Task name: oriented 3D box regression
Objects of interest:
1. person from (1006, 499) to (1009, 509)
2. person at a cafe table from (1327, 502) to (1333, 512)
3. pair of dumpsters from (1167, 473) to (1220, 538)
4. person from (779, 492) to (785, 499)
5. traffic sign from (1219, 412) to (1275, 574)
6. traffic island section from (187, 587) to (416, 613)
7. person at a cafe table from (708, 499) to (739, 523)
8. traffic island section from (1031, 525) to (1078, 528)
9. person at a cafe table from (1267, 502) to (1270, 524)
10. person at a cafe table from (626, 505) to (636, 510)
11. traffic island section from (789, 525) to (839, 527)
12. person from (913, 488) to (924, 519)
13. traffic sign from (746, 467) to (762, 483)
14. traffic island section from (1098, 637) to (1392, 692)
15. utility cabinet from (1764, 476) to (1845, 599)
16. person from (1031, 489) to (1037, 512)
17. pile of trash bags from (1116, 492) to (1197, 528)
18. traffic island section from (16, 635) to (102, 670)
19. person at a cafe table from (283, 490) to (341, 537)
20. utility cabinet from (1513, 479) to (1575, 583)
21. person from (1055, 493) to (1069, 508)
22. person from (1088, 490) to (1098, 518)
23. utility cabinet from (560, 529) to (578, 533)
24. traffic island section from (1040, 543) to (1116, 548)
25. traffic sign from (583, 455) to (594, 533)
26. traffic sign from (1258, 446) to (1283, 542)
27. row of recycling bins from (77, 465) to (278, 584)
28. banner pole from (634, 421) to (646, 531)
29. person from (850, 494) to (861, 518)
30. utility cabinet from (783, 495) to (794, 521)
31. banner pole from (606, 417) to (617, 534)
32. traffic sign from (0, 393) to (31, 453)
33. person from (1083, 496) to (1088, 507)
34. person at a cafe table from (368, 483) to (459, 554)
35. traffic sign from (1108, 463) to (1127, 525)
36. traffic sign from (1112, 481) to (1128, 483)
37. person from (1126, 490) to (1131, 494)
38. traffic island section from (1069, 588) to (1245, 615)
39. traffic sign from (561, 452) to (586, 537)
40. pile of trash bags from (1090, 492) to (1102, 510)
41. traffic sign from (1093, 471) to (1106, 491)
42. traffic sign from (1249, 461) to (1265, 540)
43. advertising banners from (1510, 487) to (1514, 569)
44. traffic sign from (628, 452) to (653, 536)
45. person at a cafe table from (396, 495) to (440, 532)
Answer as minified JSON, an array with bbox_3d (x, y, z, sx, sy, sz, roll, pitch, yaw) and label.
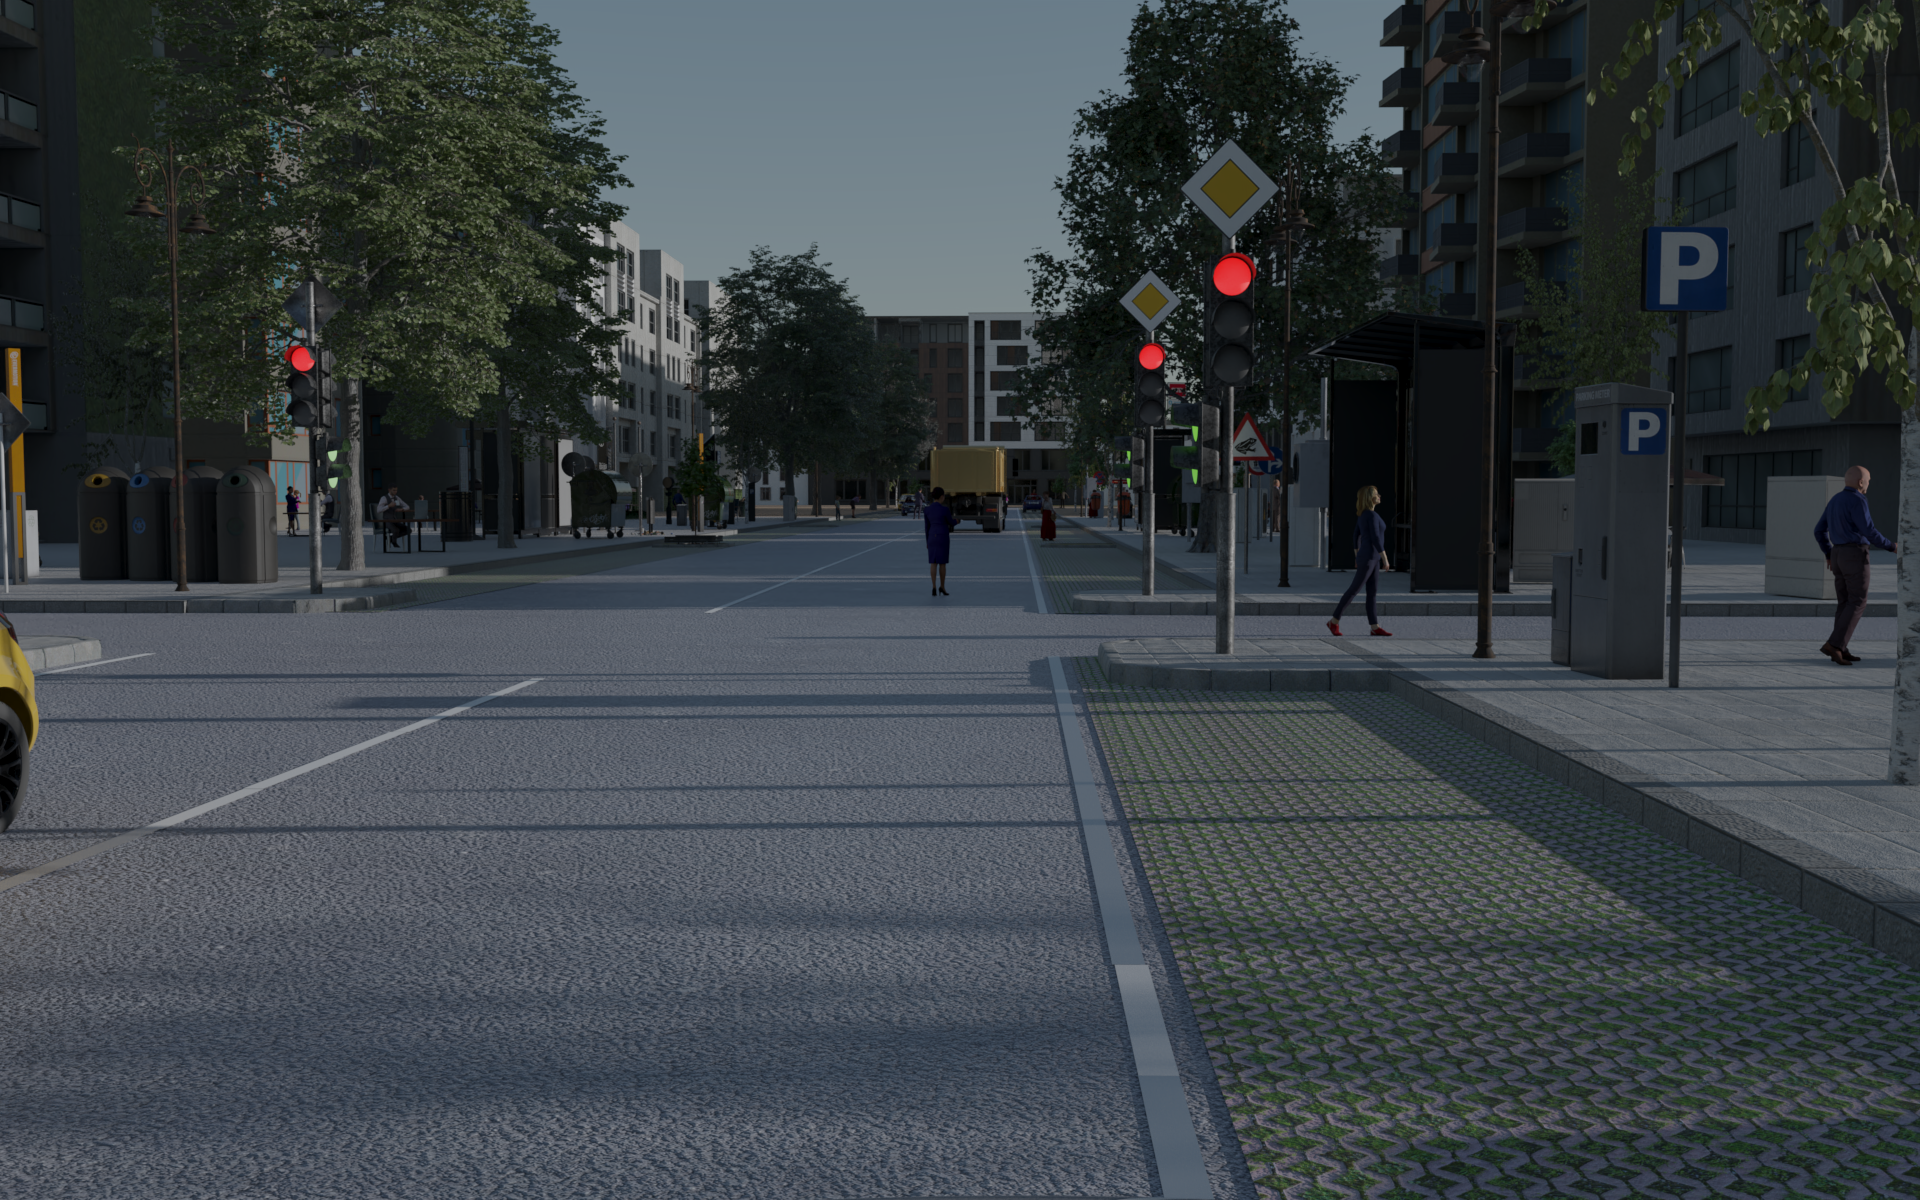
[{"bbox_3d":[4.606,-9.680,169.997,0.599,1.433,0.991,1,4,17],"label":"person"},{"bbox_3d":[20.243,-5.160,95.221,1.698,1.238,1.726,3,5,41],"label":"person at a cafe table"},{"bbox_3d":[7.281,-3.082,52.883,1.574,2.255,4.437,0,4,2],"label":"pair of dumpsters"},{"bbox_3d":[-14.160,-8.262,141.144,1.348,1.821,0.705,3,4,36],"label":"person"},{"bbox_3d":[4.584,-1.694,27.702,0.884,2.594,0.081,0,4,6],"label":"traffic sign"},{"bbox_3d":[-8.292,0.001,22.271,2.009,0.180,2.903,0,4,2],"label":"traffic island section"},{"bbox_3d":[-10.807,-4.159,78.865,1.698,1.238,1.726,3,4,38],"label":"person at a cafe table"},{"bbox_3d":[4.010,-3.107,73.669,1.991,0.108,1.994,0,4,2],"label":"traffic island section"},{"bbox_3d":[12.043,-3.660,68.360,1.698,1.524,1.622,1,4,19],"label":"person at a cafe table"},{"bbox_3d":[-18.021,-5.074,91.476,1.698,1.524,1.622,1,4,12],"label":"person at a cafe table"},{"bbox_3d":[-6.316,-3.209,75.341,1.991,0.108,1.994,0,4,2],"label":"traffic island section"},{"bbox_3d":[-2.357,-5.470,98.377,0.683,1.767,0.568,1,4,17],"label":"person"},{"bbox_3d":[-9.684,-4.963,81.245,0.768,2.556,0.104,1,4,9],"label":"traffic sign"},{"bbox_3d":[2.156,0.509,13.954,2.009,0.180,2.903,0,4,2],"label":"traffic island section"},{"bbox_3d":[10.477,-0.781,21.446,0.318,1.500,1.173,0,4,-8],"label":"utility cabinet"},{"bbox_3d":[5.949,-7.970,138.754,1.348,1.831,0.705,-2,4,-26],"label":"person"},{"bbox_3d":[7.899,-3.607,68.731,3.447,1.369,1.912,0,4,-2],"label":"pile of trash bags"},{"bbox_3d":[-8.541,0.489,14.290,2.009,0.180,2.903,0,4,2],"label":"traffic island section"},{"bbox_3d":[-19.606,-2.699,52.638,1.622,1.524,1.698,-1,4,-14],"label":"person at a cafe table"},{"bbox_3d":[8.533,-0.983,24.757,1.173,1.500,0.318,1,4,16],"label":"utility cabinet"},{"bbox_3d":[9.614,-9.566,162.587,1.348,1.807,0.705,-1,4,-15],"label":"person"},{"bbox_3d":[7.104,-5.124,92.284,0.523,1.526,0.387,0,4,-1],"label":"person"},{"bbox_3d":[-12.723,-2.917,56.375,0.318,1.500,1.173,0,4,1],"label":"utility cabinet"},{"bbox_3d":[3.169,-1.460,46.738,1.991,0.108,1.994,0,4,2],"label":"traffic island section"},{"bbox_3d":[-12.407,-3.489,57.151,0.768,2.556,0.104,0,4,3],"label":"traffic sign"},{"bbox_3d":[8.348,-2.832,46.402,0.768,2.556,0.104,0,4,7],"label":"traffic sign"},{"bbox_3d":[-11.565,-1.131,25.599,3.534,1.692,1.069,1,4,22],"label":"row of recycling bins"},{"bbox_3d":[-11.054,-4.267,59.780,0.401,3.779,0.863,-1,4,-10],"label":"banner pole"},{"bbox_3d":[-6.205,-5.561,102.652,0.697,1.427,0.421,-2,4,-27],"label":"person"},{"bbox_3d":[-8.050,-4.302,81.492,0.306,1.237,1.020,1,4,10],"label":"utility cabinet"},{"bbox_3d":[-11.318,-4.056,56.333,0.401,3.779,0.863,-3,4,-36],"label":"banner pole"},{"bbox_3d":[-12.439,-1.393,22.517,0.795,2.593,0.064,0,4,7],"label":"traffic sign"},{"bbox_3d":[13.013,-10.392,179.135,1.217,1.743,0.721,3,5,43],"label":"person"},{"bbox_3d":[-12.212,-1.803,37.998,1.622,1.524,1.698,2,4,27],"label":"person at a cafe table"},{"bbox_3d":[6.561,-4.382,71.646,0.884,2.594,0.081,0,4,6],"label":"traffic sign"},{"bbox_3d":[7.735,-5.088,83.196,0.884,2.594,0.081,1,4,11],"label":"traffic sign"},{"bbox_3d":[13.144,-7.835,135.613,0.415,1.643,0.593,3,4,36],"label":"person"},{"bbox_3d":[2.404,0.021,21.935,2.009,0.180,2.903,0,4,2],"label":"traffic island section"},{"bbox_3d":[-11.655,-3.187,52.216,0.768,2.556,0.104,0,4,7],"label":"traffic sign"},{"bbox_3d":[8.520,-4.966,90.952,3.447,1.369,1.912,1,4,16],"label":"pile of trash bags"},{"bbox_3d":[7.721,-5.846,95.683,0.768,2.556,0.104,0,4,7],"label":"traffic sign"},{"bbox_3d":[8.302,-2.938,48.135,0.768,2.556,0.104,1,4,8],"label":"traffic sign"},{"bbox_3d":[8.830,-2.080,30.200,2.074,3.025,0.090,3,5,44],"label":"advertising banners"},{"bbox_3d":[-9.753,-3.227,52.862,0.768,2.556,0.104,0,4,7],"label":"traffic sign"},{"bbox_3d":[-18.657,-2.994,59.821,1.698,1.238,1.726,-1,4,-20],"label":"person at a cafe table"}]
